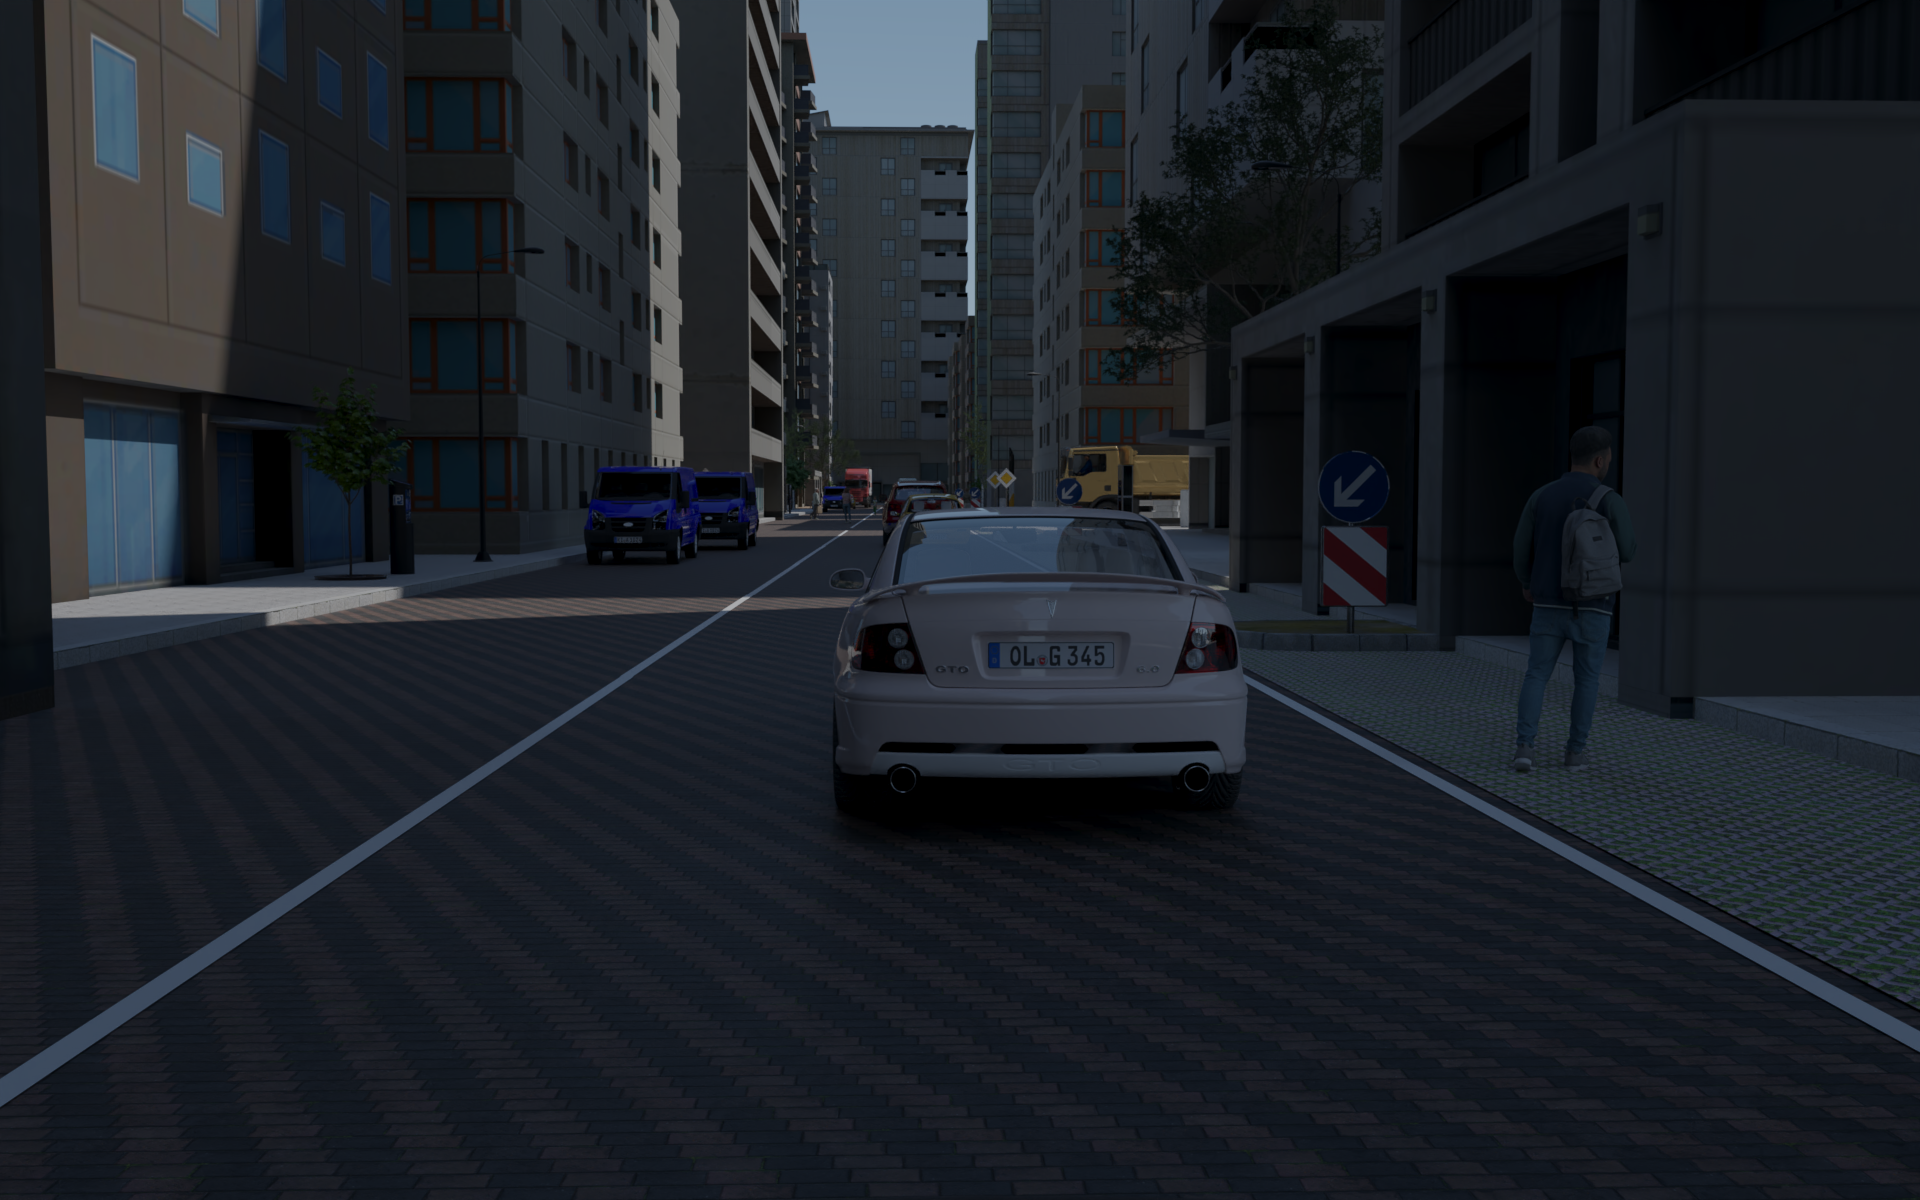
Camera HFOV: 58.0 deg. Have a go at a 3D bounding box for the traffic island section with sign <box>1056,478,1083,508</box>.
[{"bbox_3d":[2.572,-2.136,43.559,1.989,1.847,2.006,0,4,-2],"label":"traffic island section with sign"}]

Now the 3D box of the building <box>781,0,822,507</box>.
[{"bbox_3d":[-25.482,-45.763,186.471,20.563,71.187,20.611,0,4,-2],"label":"building"}]

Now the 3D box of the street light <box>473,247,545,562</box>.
[{"bbox_3d":[-8.510,-3.680,32.709,1.470,5.913,1.316,0,4,-2],"label":"street light"}]

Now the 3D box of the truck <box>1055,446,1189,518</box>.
[{"bbox_3d":[7.958,-4.574,70.711,9.791,3.379,3.469,0,4,-3],"label":"truck"}]

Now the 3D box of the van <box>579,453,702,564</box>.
[{"bbox_3d":[-6.750,-2.001,37.102,2.240,2.365,5.245,0,4,-3],"label":"van"}]

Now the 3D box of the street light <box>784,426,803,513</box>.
[{"bbox_3d":[-11.327,-8.870,117.573,1.470,5.913,1.316,0,4,-2],"label":"street light"}]

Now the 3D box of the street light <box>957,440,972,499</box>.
[{"bbox_3d":[0.408,-10.805,149.205,1.470,5.913,1.316,0,4,-2],"label":"street light"}]

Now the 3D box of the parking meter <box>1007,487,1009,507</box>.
[{"bbox_3d":[2.754,-5.612,97.470,0.255,1.863,0.399,2,4,26],"label":"parking meter"}]

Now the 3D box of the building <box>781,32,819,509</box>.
[{"bbox_3d":[-24.800,-31.068,162.580,22.147,44.769,28.867,0,4,-2],"label":"building"}]

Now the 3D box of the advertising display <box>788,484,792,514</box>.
[{"bbox_3d":[-11.168,-6.633,113.656,0.123,1.923,0.974,0,4,1],"label":"advertising display"}]

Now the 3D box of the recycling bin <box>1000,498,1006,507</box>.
[{"bbox_3d":[2.760,-5.889,108.844,0.722,1.027,0.722,0,4,-7],"label":"recycling bin"}]

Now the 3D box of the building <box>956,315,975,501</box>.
[{"bbox_3d":[14.143,-20.641,182.516,27.650,21.520,28.899,0,4,-2],"label":"building"}]

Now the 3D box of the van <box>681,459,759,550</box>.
[{"bbox_3d":[-6.461,-2.549,46.056,2.240,2.365,5.245,0,4,-3],"label":"van"}]

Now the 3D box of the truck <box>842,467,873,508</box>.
[{"bbox_3d":[-10.540,-11.688,180.005,2.839,4.237,11.283,0,4,-1],"label":"truck"}]

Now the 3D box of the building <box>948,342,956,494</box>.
[{"bbox_3d":[12.684,-22.437,211.892,27.650,21.520,28.899,0,4,-2],"label":"building"}]

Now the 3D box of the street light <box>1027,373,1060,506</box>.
[{"bbox_3d":[3.253,-5.740,66.383,1.470,5.913,1.316,0,4,-2],"label":"street light"}]

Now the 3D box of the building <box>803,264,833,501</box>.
[{"bbox_3d":[-23.047,-27.281,217.751,14.107,30.474,14.160,0,4,-2],"label":"building"}]

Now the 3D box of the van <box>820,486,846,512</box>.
[{"bbox_3d":[-9.844,-8.098,136.793,2.240,2.365,5.245,0,4,-2],"label":"van"}]

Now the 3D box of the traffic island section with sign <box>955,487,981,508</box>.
[{"bbox_3d":[0.717,-5.533,99.094,1.989,1.847,2.006,0,4,-2],"label":"traffic island section with sign"}]

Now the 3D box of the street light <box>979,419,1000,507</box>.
[{"bbox_3d":[1.861,-8.241,107.279,1.470,5.913,1.316,0,4,-2],"label":"street light"}]

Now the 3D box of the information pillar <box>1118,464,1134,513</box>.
[{"bbox_3d":[4.066,-2.328,42.557,0.304,2.012,0.304,-1,4,-15],"label":"information pillar"}]

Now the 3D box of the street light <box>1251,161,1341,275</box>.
[{"bbox_3d":[4.757,-3.168,24.331,1.470,5.913,1.316,0,4,-2],"label":"street light"}]

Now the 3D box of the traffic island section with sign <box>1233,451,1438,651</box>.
[{"bbox_3d":[3.471,-0.489,16.619,1.989,1.847,2.006,0,4,-2],"label":"traffic island section with sign"}]

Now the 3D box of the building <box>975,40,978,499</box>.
[{"bbox_3d":[8.307,-29.154,160.256,14.154,41.232,14.086,0,4,-2],"label":"building"}]

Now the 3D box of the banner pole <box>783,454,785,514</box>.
[{"bbox_3d":[-11.071,-7.253,108.600,0.401,3.779,0.863,0,4,3],"label":"banner pole"}]

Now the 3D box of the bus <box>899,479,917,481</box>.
[{"bbox_3d":[-6.227,-13.307,212.430,2.948,3.499,13.247,0,3,0],"label":"bus"}]

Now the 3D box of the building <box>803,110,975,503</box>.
[{"bbox_3d":[-10.087,-40.199,246.498,27.495,52.752,28.713,0,4,-2],"label":"building"}]

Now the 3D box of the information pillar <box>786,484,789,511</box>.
[{"bbox_3d":[-12.849,-7.596,128.684,0.304,2.012,0.304,-3,5,-45],"label":"information pillar"}]

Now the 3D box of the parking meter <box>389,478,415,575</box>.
[{"bbox_3d":[-8.940,-1.182,27.735,0.372,1.533,0.369,0,3,0],"label":"parking meter"}]

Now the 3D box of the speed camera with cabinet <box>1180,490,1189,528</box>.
[{"bbox_3d":[9.390,-4.433,66.816,2.038,3.252,0.660,-3,5,-41],"label":"speed camera with cabinet"}]

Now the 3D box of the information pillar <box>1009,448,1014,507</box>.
[{"bbox_3d":[2.583,-5.846,86.929,0.183,3.616,0.504,-1,4,-21],"label":"information pillar"}]
